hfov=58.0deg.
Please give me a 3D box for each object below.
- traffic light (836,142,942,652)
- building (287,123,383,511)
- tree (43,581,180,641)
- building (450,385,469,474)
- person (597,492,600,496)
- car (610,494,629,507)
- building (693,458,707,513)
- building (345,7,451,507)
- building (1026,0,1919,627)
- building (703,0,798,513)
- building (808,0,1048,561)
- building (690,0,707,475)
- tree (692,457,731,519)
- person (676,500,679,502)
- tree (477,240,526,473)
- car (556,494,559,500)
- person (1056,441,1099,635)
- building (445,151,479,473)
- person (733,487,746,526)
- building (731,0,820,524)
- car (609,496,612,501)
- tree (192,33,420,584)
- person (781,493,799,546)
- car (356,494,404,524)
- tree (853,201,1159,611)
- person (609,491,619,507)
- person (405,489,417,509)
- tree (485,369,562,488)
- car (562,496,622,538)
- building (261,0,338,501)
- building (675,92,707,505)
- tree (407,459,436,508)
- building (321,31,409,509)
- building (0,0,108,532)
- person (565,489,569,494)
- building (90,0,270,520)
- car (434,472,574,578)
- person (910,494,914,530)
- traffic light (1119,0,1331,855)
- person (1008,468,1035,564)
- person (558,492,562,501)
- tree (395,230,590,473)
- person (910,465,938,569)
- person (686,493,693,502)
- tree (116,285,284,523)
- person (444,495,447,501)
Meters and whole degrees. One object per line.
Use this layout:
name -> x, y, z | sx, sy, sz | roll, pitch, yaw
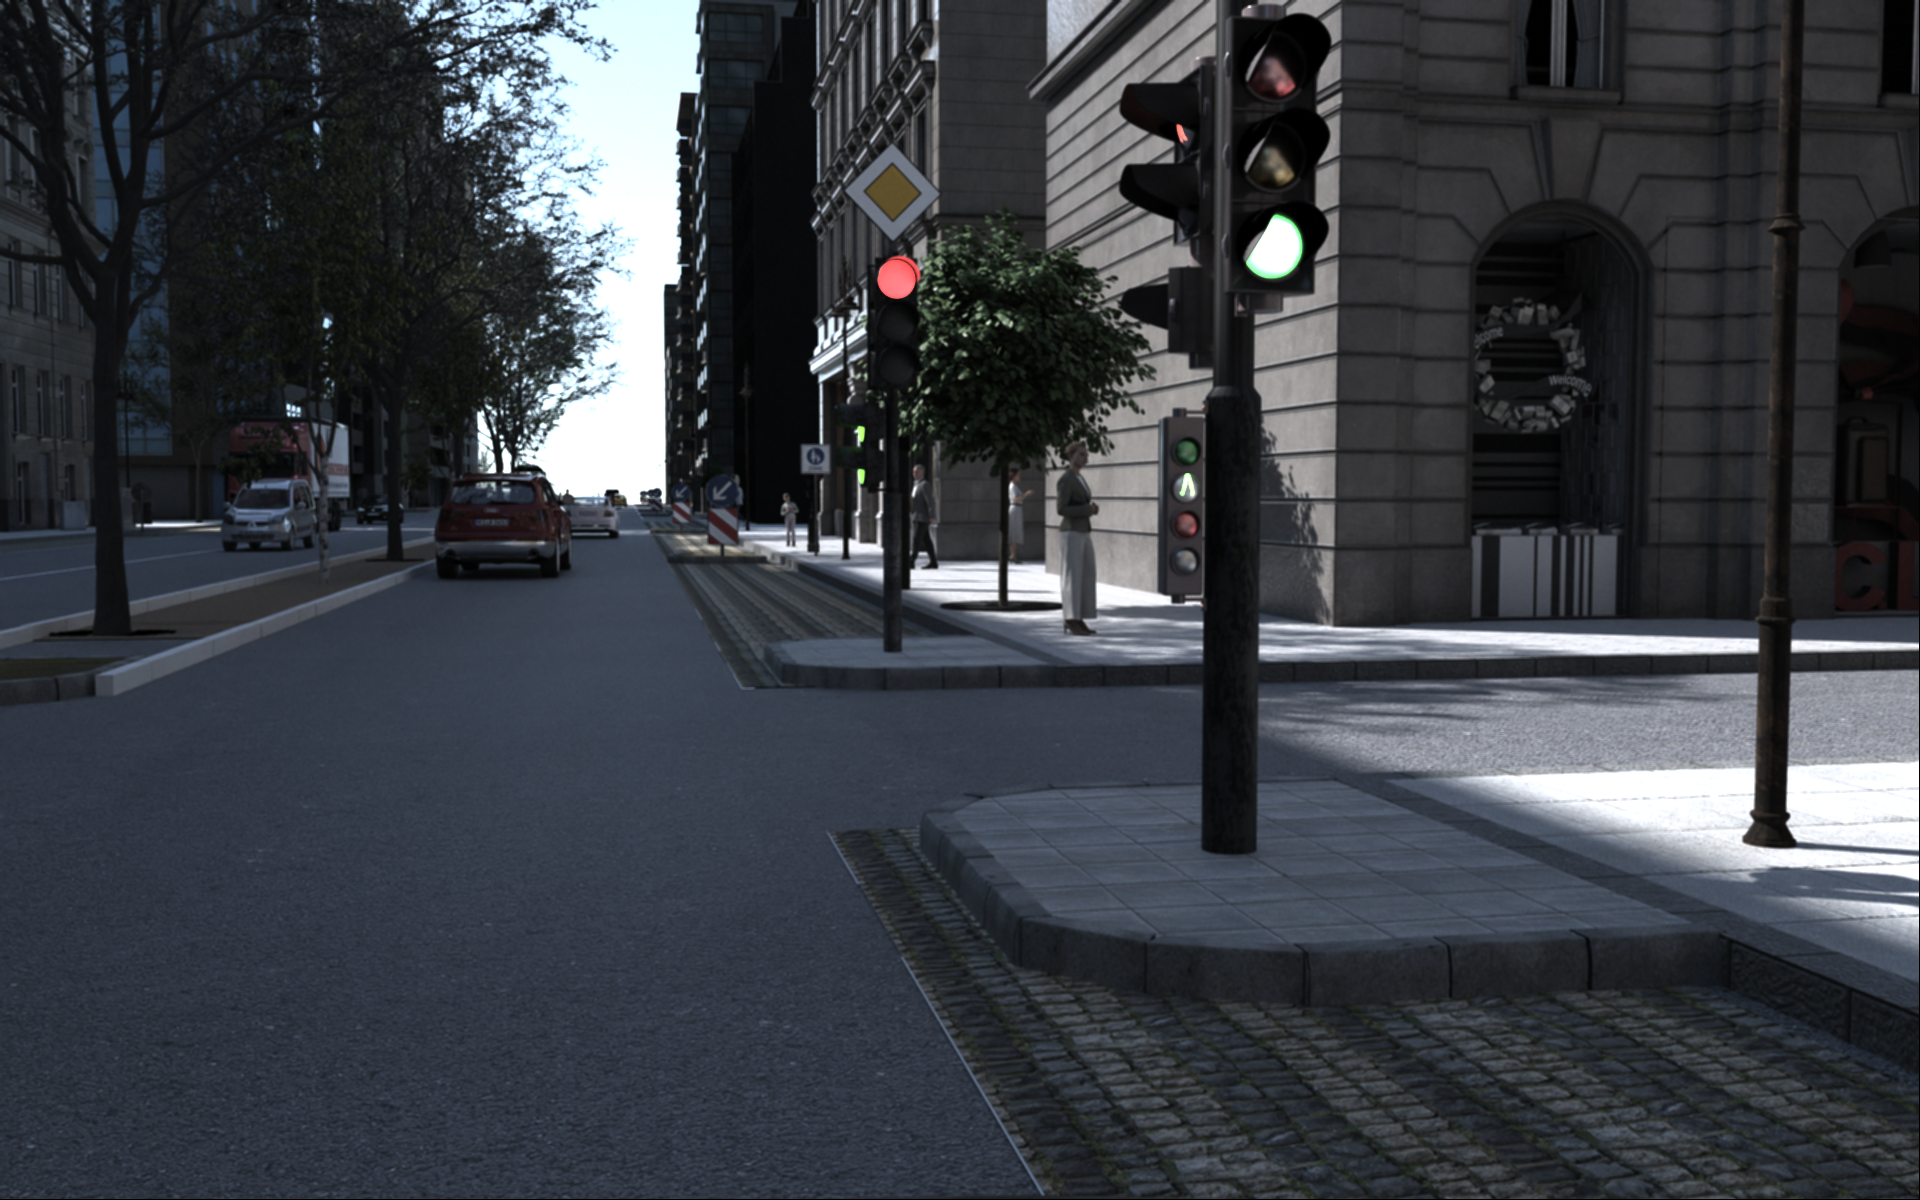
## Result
traffic light -> -0.568, -1.534, 14.001 | 0.839, 4.253, 0.868 | -1, 4, -11
building -> -53.162, -22.152, 133.893 | 14.160, 30.474, 14.107 | -1, 4, -11
tree -> -8.641, -6.387, 17.261 | 12.009, 13.543, 11.850 | 0, 3, 0
building -> -72.645, -21.769, 200.957 | 27.650, 21.520, 28.899 | -1, 4, -11
person -> -46.922, -13.162, 224.644 | 0.436, 1.711, 0.756 | 0, 4, 6
car -> -37.837, -11.135, 192.283 | 2.015, 1.641, 3.980 | -1, 4, -9
building -> -8.231, -41.763, 121.075 | 20.563, 71.187, 20.611 | -1, 4, -11
building -> -64.004, -33.728, 175.152 | 21.300, 48.544, 21.600 | -1, 4, -11
building -> 13.827, -11.140, 23.934 | 24.055, 21.916, 13.314 | -1, 4, -11
building -> -8.264, -20.307, 103.713 | 14.160, 30.474, 14.107 | -1, 4, -11
building -> 0.157, -12.351, 52.853 | 10.553, 20.767, 40.483 | -1, 4, -11
building -> -11.010, -32.339, 148.346 | 23.786, 49.044, 30.456 | -1, 4, -11
tree -> -13.347, -6.122, 94.692 | 1.663, 3.219, 1.824 | 0, 3, 0
person -> -27.180, -9.604, 166.249 | 0.721, 1.736, 1.217 | -1, 4, -12
tree -> -13.335, -5.651, 45.210 | 4.737, 8.622, 4.395 | 0, 3, 0
car -> -49.344, -12.244, 209.784 | 1.945, 1.707, 3.694 | -1, 4, -11
person -> 1.088, -0.559, 15.732 | 0.362, 1.759, 0.519 | 2, 4, 25
building -> -70.057, -35.058, 223.306 | 14.600, 45.320, 14.200 | -1, 4, -11
person -> -8.739, -3.840, 68.678 | 0.795, 1.843, 0.661 | 1, 4, 18
building -> -4.089, -15.420, 81.792 | 12.332, 23.373, 15.834 | -1, 4, -11
car -> -42.195, -12.197, 212.005 | 1.945, 1.354, 3.894 | -1, 4, -12
tree -> -10.201, -4.570, 27.542 | 4.737, 8.622, 4.395 | 0, 3, 0
person -> -4.173, -1.973, 42.588 | 0.425, 1.301, 0.394 | -1, 4, -17
car -> -27.955, -4.508, 83.495 | 2.009, 1.686, 4.222 | -1, 4, -9
tree -> 0.534, -2.184, 19.421 | 4.285, 4.588, 4.351 | 0, 3, 0
person -> -37.138, -10.775, 185.347 | 1.217, 1.739, 0.721 | 0, 4, 3
person -> -47.491, -8.762, 149.817 | 0.721, 1.766, 1.217 | 2, 4, 33
tree -> -21.480, -8.077, 84.879 | 4.360, 8.622, 3.978 | 0, 3, 0
car -> -12.283, -2.759, 57.475 | 2.083, 1.381, 4.827 | -1, 4, -10
building -> -52.388, -48.730, 109.407 | 22.319, 86.520, 31.000 | -1, 4, -11
building -> -19.617, -32.694, 189.176 | 22.147, 44.769, 28.867 | -1, 4, -11
tree -> -50.139, -10.772, 159.836 | 4.285, 4.588, 4.351 | 0, 3, 0
building -> -55.556, -28.395, 147.851 | 14.154, 41.232, 14.086 | -1, 4, -11
building -> -37.322, -15.790, 55.433 | 12.463, 27.353, 25.104 | -1, 4, -11
person -> -29.464, -7.442, 130.180 | 0.705, 1.824, 1.348 | -3, 5, -42
building -> -44.472, -26.830, 88.775 | 14.600, 45.320, 14.200 | -1, 4, -11
car -> -8.143, -1.375, 31.156 | 2.281, 1.827, 5.304 | -1, 4, -9
person -> -0.907, -0.948, 25.829 | 0.394, 1.301, 0.425 | 2, 4, 34
traffic light -> -1.096, -1.893, 5.626 | 4.771, 5.953, 1.251 | -1, 4, -11
person -> 1.101, -1.544, 31.851 | 0.524, 1.755, 0.480 | 0, 4, -1
person -> -47.411, -11.975, 205.004 | 0.721, 1.743, 1.217 | -3, 5, -43
tree -> -17.408, -8.362, 64.927 | 9.928, 11.665, 9.643 | 0, 3, 0
person -> -0.727, -1.408, 29.454 | 0.834, 1.777, 0.661 | -2, 4, -32
person -> -26.998, -10.130, 171.747 | 1.350, 1.814, 0.705 | -1, 4, -21
tree -> -33.759, -8.668, 76.134 | 8.767, 10.594, 7.601 | 0, 4, -1
person -> -41.143, -8.035, 139.972 | 1.348, 1.812, 0.705 | 1, 4, 20
